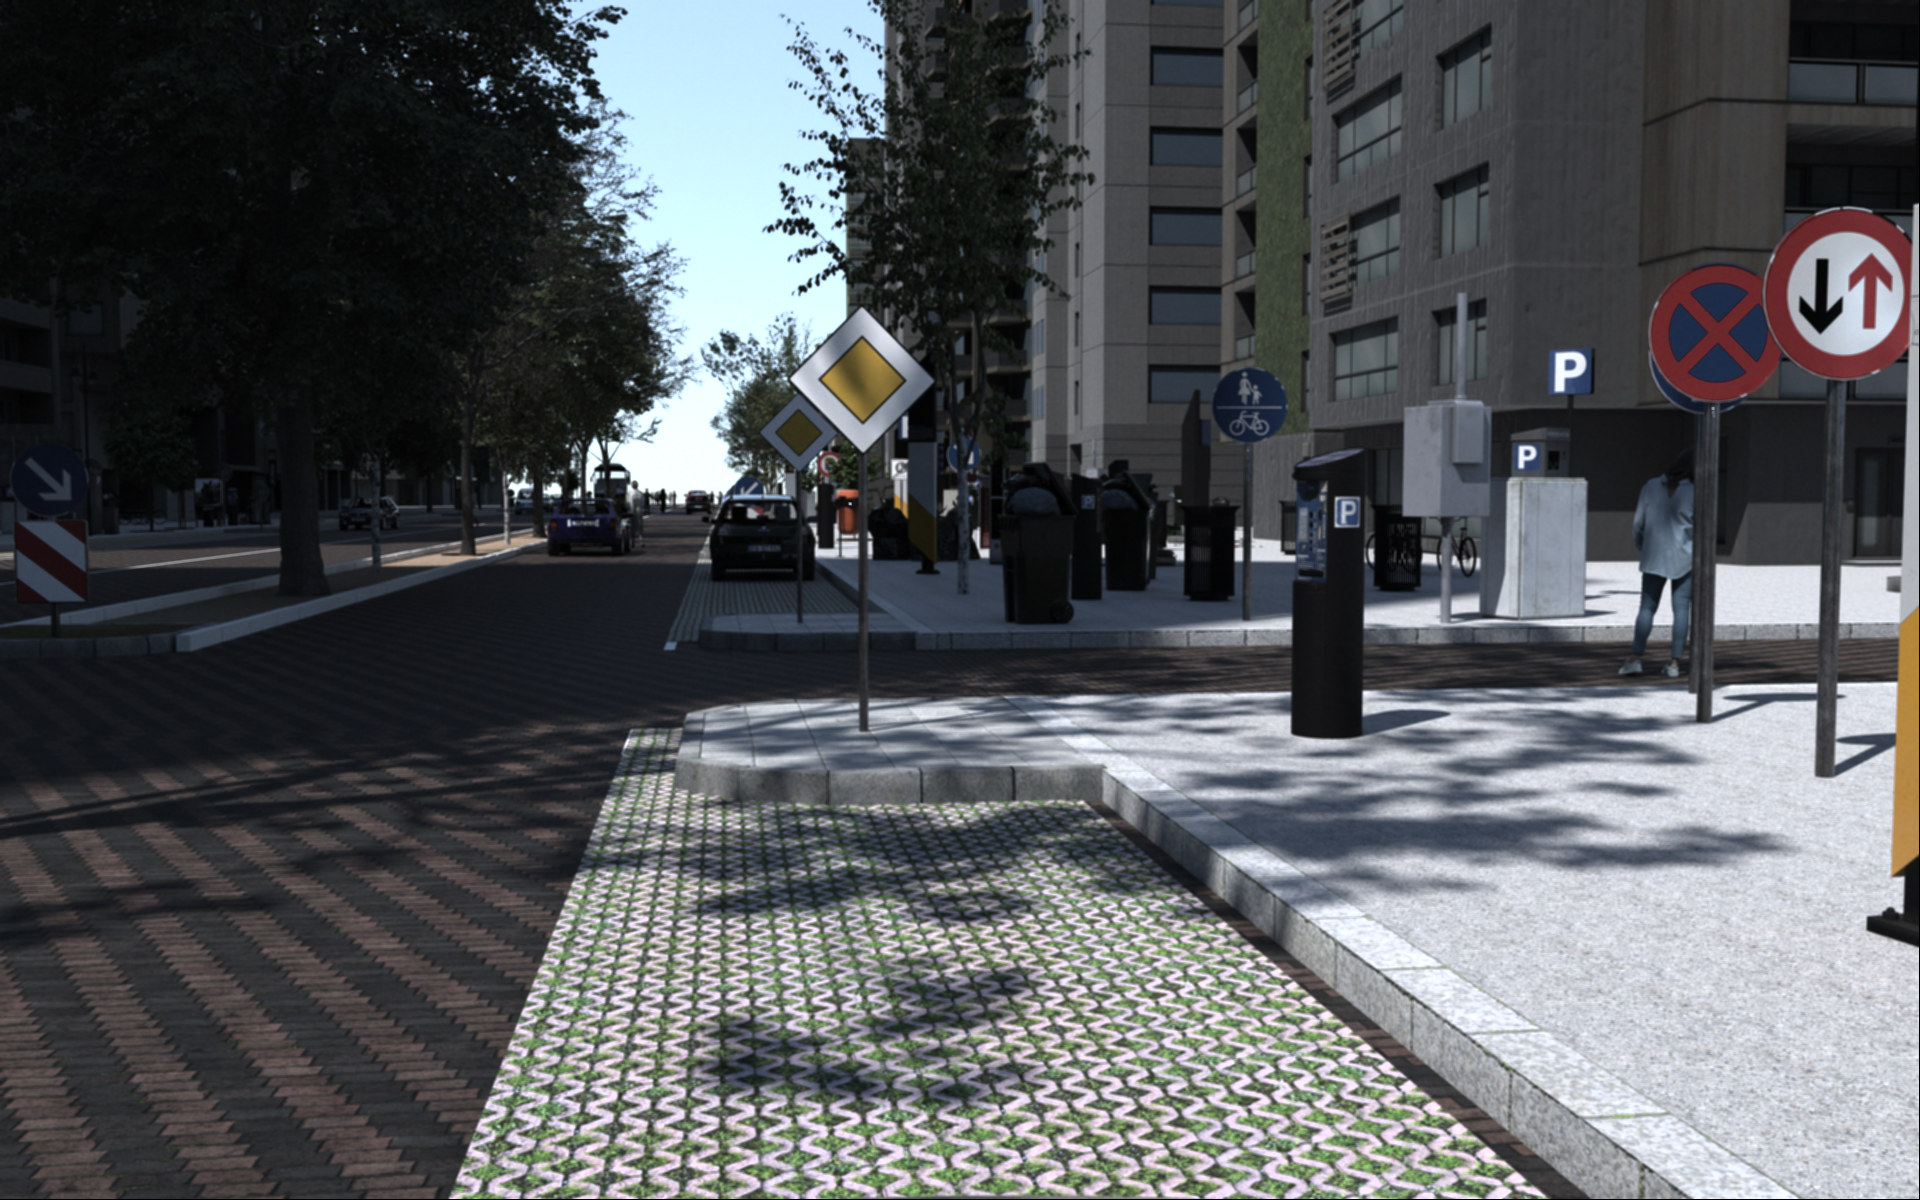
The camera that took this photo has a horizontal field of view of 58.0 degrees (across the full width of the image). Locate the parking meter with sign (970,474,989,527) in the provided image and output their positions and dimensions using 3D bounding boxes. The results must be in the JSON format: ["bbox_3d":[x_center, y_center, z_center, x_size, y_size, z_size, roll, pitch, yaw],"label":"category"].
[{"bbox_3d":[0.862,-4.346,67.313,0.543,3.016,1.738,2,4,33],"label":"parking meter with sign"}]

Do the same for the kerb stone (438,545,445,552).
[{"bbox_3d":[-12.804,-1.233,42.360,0.120,0.150,1.000,0,4,-8],"label":"kerb stone"}]

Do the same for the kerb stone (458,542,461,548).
[{"bbox_3d":[-13.206,-1.420,45.408,0.120,0.150,1.000,0,4,-8],"label":"kerb stone"}]

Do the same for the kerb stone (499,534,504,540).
[{"bbox_3d":[-14.314,-1.914,53.540,0.120,0.150,1.000,0,4,-8],"label":"kerb stone"}]

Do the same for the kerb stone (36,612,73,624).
[{"bbox_3d":[-9.496,0.260,17.988,0.120,0.150,1.000,0,4,-8],"label":"kerb stone"}]

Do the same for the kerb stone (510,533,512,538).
[{"bbox_3d":[-14.591,-2.041,55.570,0.120,0.150,1.000,0,4,-8],"label":"kerb stone"}]

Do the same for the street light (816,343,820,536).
[{"bbox_3d":[-4.359,-4.921,53.246,0.468,5.910,1.993,0,4,-8],"label":"street light"}]

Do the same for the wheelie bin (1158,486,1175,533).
[{"bbox_3d":[2.598,-1.115,26.141,0.980,1.594,0.693,3,4,37],"label":"wheelie bin"}]

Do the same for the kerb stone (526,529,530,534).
[{"bbox_3d":[-15.279,-2.352,60.651,0.120,0.150,1.000,0,4,-8],"label":"kerb stone"}]

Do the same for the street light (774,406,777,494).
[{"bbox_3d":[-9.700,-7.238,91.122,0.468,5.910,1.993,0,4,-8],"label":"street light"}]

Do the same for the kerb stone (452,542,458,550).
[{"bbox_3d":[-13.074,-1.350,44.395,0.120,0.150,1.000,0,4,-8],"label":"kerb stone"}]

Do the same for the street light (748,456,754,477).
[{"bbox_3d":[-19.949,-11.902,167.378,0.468,5.910,1.993,0,4,-8],"label":"street light"}]

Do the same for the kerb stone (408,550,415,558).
[{"bbox_3d":[-12.251,-0.985,38.303,0.120,0.150,1.000,0,4,-8],"label":"kerb stone"}]

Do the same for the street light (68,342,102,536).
[{"bbox_3d":[-26.530,-4.883,52.622,0.468,5.910,1.993,0,4,-8],"label":"street light"}]

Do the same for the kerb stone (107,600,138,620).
[{"bbox_3d":[-9.765,0.133,20.018,0.120,0.150,1.000,0,4,-8],"label":"kerb stone"}]

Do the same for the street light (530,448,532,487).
[{"bbox_3d":[-42.869,-12.244,172.975,0.468,5.910,1.993,0,4,-8],"label":"street light"}]

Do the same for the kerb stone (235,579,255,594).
[{"bbox_3d":[-10.459,-0.174,25.097,0.120,0.150,1.000,0,4,-8],"label":"kerb stone"}]

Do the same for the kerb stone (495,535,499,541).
[{"bbox_3d":[-14.180,-1.855,52.527,0.120,0.150,1.000,0,4,-8],"label":"kerb stone"}]

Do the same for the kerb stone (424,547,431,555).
[{"bbox_3d":[-12.522,-1.109,40.335,0.120,0.150,1.000,0,4,-8],"label":"kerb stone"}]

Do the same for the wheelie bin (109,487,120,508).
[{"bbox_3d":[-36.442,-4.062,74.326,0.693,1.594,0.980,-2,4,-33],"label":"wheelie bin"}]

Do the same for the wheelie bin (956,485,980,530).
[{"bbox_3d":[0.288,-3.339,62.503,0.693,1.594,0.980,-3,4,-38],"label":"wheelie bin"}]

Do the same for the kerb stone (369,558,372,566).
[{"bbox_3d":[-11.701,-0.733,34.236,0.120,0.150,1.000,0,4,-8],"label":"kerb stone"}]

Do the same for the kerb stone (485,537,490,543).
[{"bbox_3d":[-13.898,-1.731,50.489,0.120,0.150,1.000,0,4,-8],"label":"kerb stone"}]

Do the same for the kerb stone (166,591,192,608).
[{"bbox_3d":[-10.035,0.009,22.054,0.120,0.150,1.000,0,4,-8],"label":"kerb stone"}]

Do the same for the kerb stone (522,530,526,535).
[{"bbox_3d":[-15.144,-2.285,59.638,0.120,0.150,1.000,0,4,-8],"label":"kerb stone"}]

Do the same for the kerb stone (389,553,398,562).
[{"bbox_3d":[-11.974,-0.853,36.264,0.120,0.150,1.000,0,4,-8],"label":"kerb stone"}]

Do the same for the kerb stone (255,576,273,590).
[{"bbox_3d":[-10.591,-0.236,26.110,0.120,0.150,1.000,0,4,-8],"label":"kerb stone"}]

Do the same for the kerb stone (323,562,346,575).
[{"bbox_3d":[-11.285,-0.548,31.192,0.120,0.150,1.000,0,4,-8],"label":"kerb stone"}]

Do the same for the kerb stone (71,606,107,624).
[{"bbox_3d":[-9.628,0.195,19.001,0.120,0.150,1.000,0,4,-8],"label":"kerb stone"}]

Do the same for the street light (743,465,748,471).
[{"bbox_3d":[-25.814,-14.566,210.934,0.468,5.910,1.993,0,4,-8],"label":"street light"}]

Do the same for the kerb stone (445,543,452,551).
[{"bbox_3d":[-12.934,-1.293,43.373,0.120,0.150,1.000,0,4,-8],"label":"kerb stone"}]

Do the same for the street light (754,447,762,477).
[{"bbox_3d":[-14.912,-9.582,129.461,0.468,5.910,1.993,0,4,-8],"label":"street light"}]

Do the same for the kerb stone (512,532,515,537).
[{"bbox_3d":[-14.736,-2.104,56.588,0.120,0.150,1.000,0,4,-8],"label":"kerb stone"}]

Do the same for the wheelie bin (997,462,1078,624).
[{"bbox_3d":[0.759,-0.572,17.256,0.693,1.594,0.980,-1,4,-18],"label":"wheelie bin"}]

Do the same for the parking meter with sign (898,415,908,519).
[{"bbox_3d":[-0.896,-2.510,37.295,0.543,3.016,1.738,-1,4,-14],"label":"parking meter with sign"}]

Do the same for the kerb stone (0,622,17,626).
[{"bbox_3d":[-9.345,0.322,16.974,0.120,0.150,1.000,0,4,-8],"label":"kerb stone"}]

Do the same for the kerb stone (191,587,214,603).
[{"bbox_3d":[-10.176,-0.052,23.072,0.120,0.150,1.000,0,4,-8],"label":"kerb stone"}]

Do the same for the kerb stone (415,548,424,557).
[{"bbox_3d":[-12.381,-1.042,39.317,0.120,0.150,1.000,0,4,-8],"label":"kerb stone"}]

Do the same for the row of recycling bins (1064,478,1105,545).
[{"bbox_3d":[2.558,-2.336,45.313,1.069,1.692,3.534,-3,4,-38],"label":"row of recycling bins"}]

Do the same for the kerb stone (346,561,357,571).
[{"bbox_3d":[-11.423,-0.612,32.206,0.120,0.150,1.000,0,4,-8],"label":"kerb stone"}]

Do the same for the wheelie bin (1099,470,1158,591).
[{"bbox_3d":[2.222,-0.933,23.164,0.693,1.594,0.980,1,4,10],"label":"wheelie bin"}]

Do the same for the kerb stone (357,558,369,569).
[{"bbox_3d":[-11.549,-0.674,33.222,0.120,0.150,1.000,0,4,-8],"label":"kerb stone"}]

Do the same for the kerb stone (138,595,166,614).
[{"bbox_3d":[-9.898,0.071,21.037,0.120,0.150,1.000,0,4,-8],"label":"kerb stone"}]

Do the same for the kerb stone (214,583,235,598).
[{"bbox_3d":[-10.322,-0.108,24.084,0.120,0.150,1.000,0,4,-8],"label":"kerb stone"}]

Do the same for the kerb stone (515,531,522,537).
[{"bbox_3d":[-15.014,-2.228,58.620,0.120,0.150,1.000,0,4,-8],"label":"kerb stone"}]

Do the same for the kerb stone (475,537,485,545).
[{"bbox_3d":[-13.760,-1.669,49.477,0.120,0.150,1.000,0,4,-8],"label":"kerb stone"}]

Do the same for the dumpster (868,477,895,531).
[{"bbox_3d":[-2.714,-3.232,58.601,1.264,1.857,1.865,0,4,-8],"label":"dumpster"}]

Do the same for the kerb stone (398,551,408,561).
[{"bbox_3d":[-12.098,-0.923,37.281,0.120,0.150,1.000,0,4,-8],"label":"kerb stone"}]

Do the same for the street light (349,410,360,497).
[{"bbox_3d":[-31.730,-7.229,90.980,0.468,5.910,1.993,0,4,-8],"label":"street light"}]

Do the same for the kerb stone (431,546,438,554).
[{"bbox_3d":[-12.658,-1.170,41.348,0.120,0.150,1.000,0,4,-8],"label":"kerb stone"}]

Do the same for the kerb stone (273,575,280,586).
[{"bbox_3d":[-10.736,-0.301,27.122,0.120,0.150,1.000,0,4,-8],"label":"kerb stone"}]

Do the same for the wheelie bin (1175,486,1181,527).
[{"bbox_3d":[8.216,-3.447,64.272,0.980,1.594,0.693,0,4,0],"label":"wheelie bin"}]

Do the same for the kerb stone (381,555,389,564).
[{"bbox_3d":[-11.833,-0.798,35.249,0.120,0.150,1.000,0,4,-8],"label":"kerb stone"}]

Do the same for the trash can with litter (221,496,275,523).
[{"bbox_3d":[-32.034,-4.072,77.642,2.233,1.210,1.678,1,4,18],"label":"trash can with litter"}]

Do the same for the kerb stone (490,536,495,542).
[{"bbox_3d":[-14.044,-1.793,51.514,0.120,0.150,1.000,0,4,-8],"label":"kerb stone"}]

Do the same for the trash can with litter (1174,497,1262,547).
[{"bbox_3d":[6.172,-1.907,42.237,1.678,1.210,2.233,-2,4,-34],"label":"trash can with litter"}]

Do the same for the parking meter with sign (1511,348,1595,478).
[{"bbox_3d":[6.774,-1.471,20.320,0.543,3.016,1.738,3,5,44],"label":"parking meter with sign"}]

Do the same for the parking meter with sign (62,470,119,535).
[{"bbox_3d":[-27.625,-3.586,54.891,1.738,3.016,0.543,0,4,-2],"label":"parking meter with sign"}]

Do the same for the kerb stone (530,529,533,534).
[{"bbox_3d":[-15.422,-2.414,61.662,0.120,0.150,1.000,0,4,-8],"label":"kerb stone"}]
